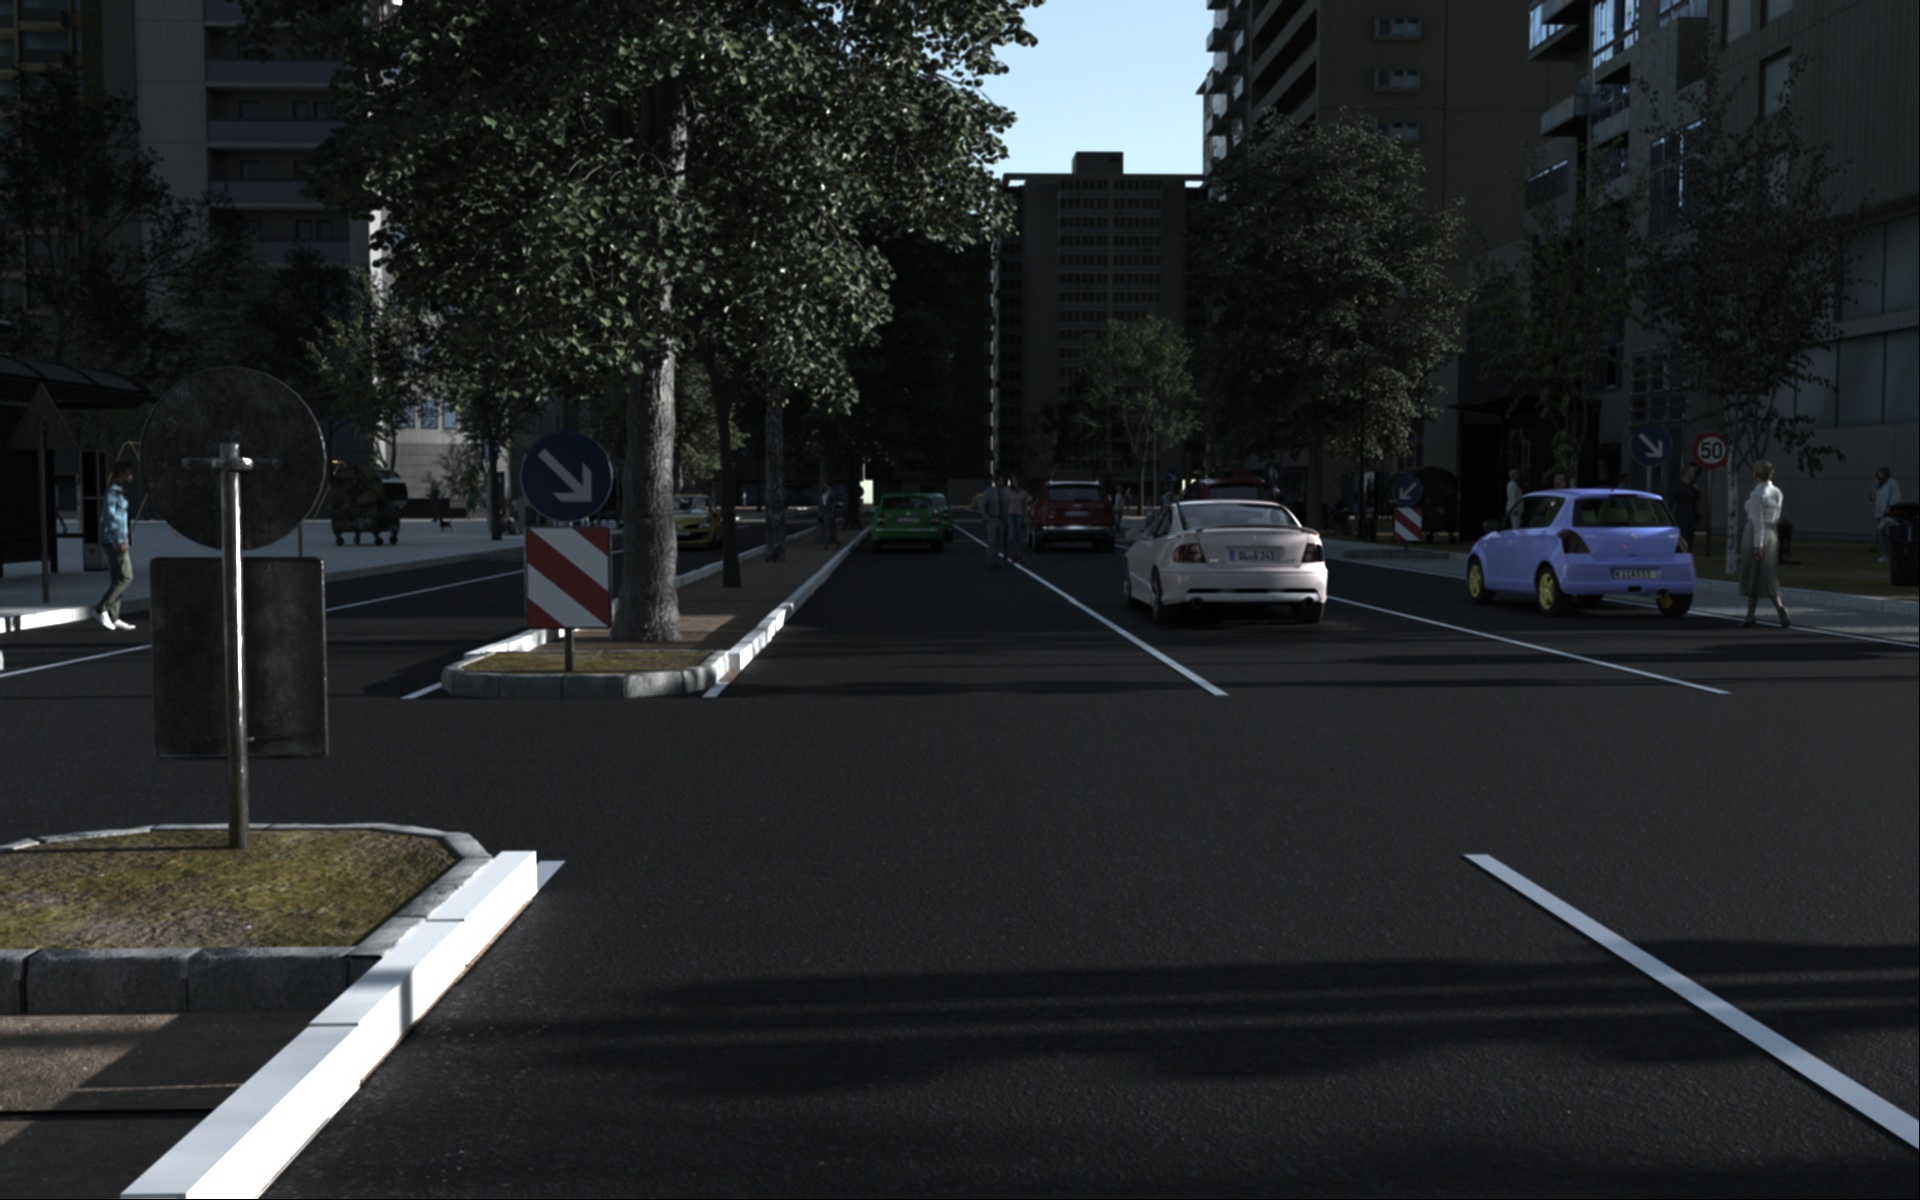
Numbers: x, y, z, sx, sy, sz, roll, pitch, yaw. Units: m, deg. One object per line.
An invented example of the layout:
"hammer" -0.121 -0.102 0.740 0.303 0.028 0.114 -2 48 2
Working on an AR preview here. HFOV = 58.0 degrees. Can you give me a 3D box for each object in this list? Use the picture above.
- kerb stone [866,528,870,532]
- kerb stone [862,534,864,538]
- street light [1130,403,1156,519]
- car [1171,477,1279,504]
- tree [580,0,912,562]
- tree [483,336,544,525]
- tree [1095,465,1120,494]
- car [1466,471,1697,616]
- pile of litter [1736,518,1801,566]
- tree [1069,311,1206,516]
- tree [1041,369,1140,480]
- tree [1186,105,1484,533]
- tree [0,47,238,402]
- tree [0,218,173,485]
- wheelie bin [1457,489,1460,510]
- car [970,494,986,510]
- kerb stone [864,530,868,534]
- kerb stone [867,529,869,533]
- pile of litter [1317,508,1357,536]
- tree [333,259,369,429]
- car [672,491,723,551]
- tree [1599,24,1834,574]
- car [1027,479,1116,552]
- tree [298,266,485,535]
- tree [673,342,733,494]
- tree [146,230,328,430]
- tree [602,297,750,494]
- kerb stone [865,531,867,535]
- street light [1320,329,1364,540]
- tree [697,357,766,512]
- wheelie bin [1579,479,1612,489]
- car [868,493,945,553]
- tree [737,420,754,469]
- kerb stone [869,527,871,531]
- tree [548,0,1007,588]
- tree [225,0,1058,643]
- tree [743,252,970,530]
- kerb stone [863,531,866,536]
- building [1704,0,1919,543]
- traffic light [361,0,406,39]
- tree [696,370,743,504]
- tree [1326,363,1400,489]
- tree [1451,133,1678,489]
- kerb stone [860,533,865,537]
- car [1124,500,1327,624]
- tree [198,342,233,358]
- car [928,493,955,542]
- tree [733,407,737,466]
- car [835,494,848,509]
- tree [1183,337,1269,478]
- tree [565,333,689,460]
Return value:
"kerb stone" -3.320 -2.351 60.638 0.120 0.150 1.000 0 4 -2
"kerb stone" -3.057 -1.849 52.434 0.120 0.150 1.000 0 4 -2
"street light" 9.407 -7.107 88.738 1.470 5.913 1.316 0 4 -2
"car" 6.042 -1.891 39.586 2.281 1.827 5.304 0 3 0
"tree" -5.113 -10.894 36.462 12.611 20.169 13.585 0 3 0
"tree" -19.597 -7.450 72.172 4.737 8.622 4.395 0 3 0
"tree" 9.774 -7.318 114.244 1.663 3.219 1.824 0 3 0
"car" 7.631 -0.736 21.631 1.945 1.707 3.694 0 4 -3
"pile of litter" 14.850 -1.098 31.915 1.176 0.858 1.719 2 4 24
"tree" 10.307 -10.637 99.670 9.928 11.665 9.643 0 3 0
"tree" 9.758 -11.786 127.117 7.601 10.594 8.767 2 4 29
"tree" 11.936 -9.214 57.311 9.857 13.997 8.962 0 3 0
"tree" -19.362 -6.232 36.301 7.601 10.594 8.767 2 4 26
"tree" -22.892 -5.815 45.441 4.360 8.622 3.978 0 3 0
"wheelie bin" 14.762 -2.586 50.195 0.693 1.594 0.980 1 4 15
"car" 1.976 -9.239 161.278 2.015 1.641 3.980 0 4 -2
"kerb stone" -3.218 -2.159 57.574 0.120 0.150 1.000 0 4 -2
"kerb stone" -3.285 -2.289 59.617 0.120 0.150 1.000 0 4 -2
"pile of litter" 11.696 -2.439 53.838 1.176 0.858 1.719 0 4 -6
"tree" -12.873 -6.961 48.223 8.767 10.594 7.601 0 4 -1
"car" -7.115 -2.128 45.021 2.015 1.641 3.980 0 4 -4
"tree" 12.247 -4.703 27.254 4.360 8.622 3.978 0 3 0
"car" 2.812 -2.187 44.432 2.281 1.827 5.304 0 4 0
"tree" -18.147 -6.361 54.370 4.737 8.622 4.395 0 3 0
"tree" -12.848 -7.771 77.416 4.360 8.622 3.978 0 3 0
"tree" -31.442 -9.569 74.577 7.486 12.596 7.792 0 3 0
"tree" -14.589 -10.333 87.066 7.486 12.596 7.792 0 3 0
"kerb stone" -3.188 -2.100 56.538 0.120 0.150 1.000 0 4 -2
"street light" 10.786 -4.663 48.782 1.470 5.913 1.316 0 4 -2
"tree" -14.311 -13.065 123.984 12.009 13.543 11.850 0 3 0
"wheelie bin" 13.700 -1.800 37.333 0.980 1.594 0.693 -1 4 -21
"car" -1.341 -2.130 43.616 1.959 1.807 4.718 0 4 -2
"tree" -14.493 -9.676 108.570 4.360 8.622 3.978 0 3 0
"kerb stone" -3.390 -2.477 62.688 0.120 0.150 1.000 0 4 -2
"tree" -3.475 -5.484 26.530 8.767 10.594 7.601 0 4 -2
"tree" -3.081 -6.575 16.620 9.857 13.997 8.962 0 3 0
"tree" -4.323 -9.161 69.255 9.611 12.733 9.660 0 3 0
"kerb stone" -3.160 -2.036 55.516 0.120 0.150 1.000 0 4 -2
"building" 36.493 -27.566 39.946 27.495 52.752 28.713 0 4 -2
"traffic light" -6.665 -2.357 13.207 4.771 5.953 1.251 0 4 -2
"tree" -14.497 -9.214 101.003 4.737 8.622 4.395 0 3 0
"tree" 18.374 -7.811 78.066 4.737 8.622 4.395 0 3 0
"tree" 12.156 -5.168 34.855 4.737 8.622 4.395 0 3 0
"kerb stone" -3.096 -1.911 53.468 0.120 0.150 1.000 0 4 -2
"car" 3.052 -0.500 20.538 2.083 1.381 4.827 0 4 -1
"tree" -35.333 -8.176 84.032 4.360 8.622 3.978 0 3 0
"car" -1.123 -2.742 53.623 1.959 1.807 4.718 0 4 -1
"tree" -14.844 -8.823 94.623 4.360 8.622 3.978 0 3 0
"car" -10.238 -8.430 149.621 2.131 1.459 4.920 0 4 -3
"tree" 11.746 -7.759 77.215 4.737 8.622 4.395 0 3 0
"tree" -13.538 -7.260 69.062 4.737 8.622 4.395 0 3 0
